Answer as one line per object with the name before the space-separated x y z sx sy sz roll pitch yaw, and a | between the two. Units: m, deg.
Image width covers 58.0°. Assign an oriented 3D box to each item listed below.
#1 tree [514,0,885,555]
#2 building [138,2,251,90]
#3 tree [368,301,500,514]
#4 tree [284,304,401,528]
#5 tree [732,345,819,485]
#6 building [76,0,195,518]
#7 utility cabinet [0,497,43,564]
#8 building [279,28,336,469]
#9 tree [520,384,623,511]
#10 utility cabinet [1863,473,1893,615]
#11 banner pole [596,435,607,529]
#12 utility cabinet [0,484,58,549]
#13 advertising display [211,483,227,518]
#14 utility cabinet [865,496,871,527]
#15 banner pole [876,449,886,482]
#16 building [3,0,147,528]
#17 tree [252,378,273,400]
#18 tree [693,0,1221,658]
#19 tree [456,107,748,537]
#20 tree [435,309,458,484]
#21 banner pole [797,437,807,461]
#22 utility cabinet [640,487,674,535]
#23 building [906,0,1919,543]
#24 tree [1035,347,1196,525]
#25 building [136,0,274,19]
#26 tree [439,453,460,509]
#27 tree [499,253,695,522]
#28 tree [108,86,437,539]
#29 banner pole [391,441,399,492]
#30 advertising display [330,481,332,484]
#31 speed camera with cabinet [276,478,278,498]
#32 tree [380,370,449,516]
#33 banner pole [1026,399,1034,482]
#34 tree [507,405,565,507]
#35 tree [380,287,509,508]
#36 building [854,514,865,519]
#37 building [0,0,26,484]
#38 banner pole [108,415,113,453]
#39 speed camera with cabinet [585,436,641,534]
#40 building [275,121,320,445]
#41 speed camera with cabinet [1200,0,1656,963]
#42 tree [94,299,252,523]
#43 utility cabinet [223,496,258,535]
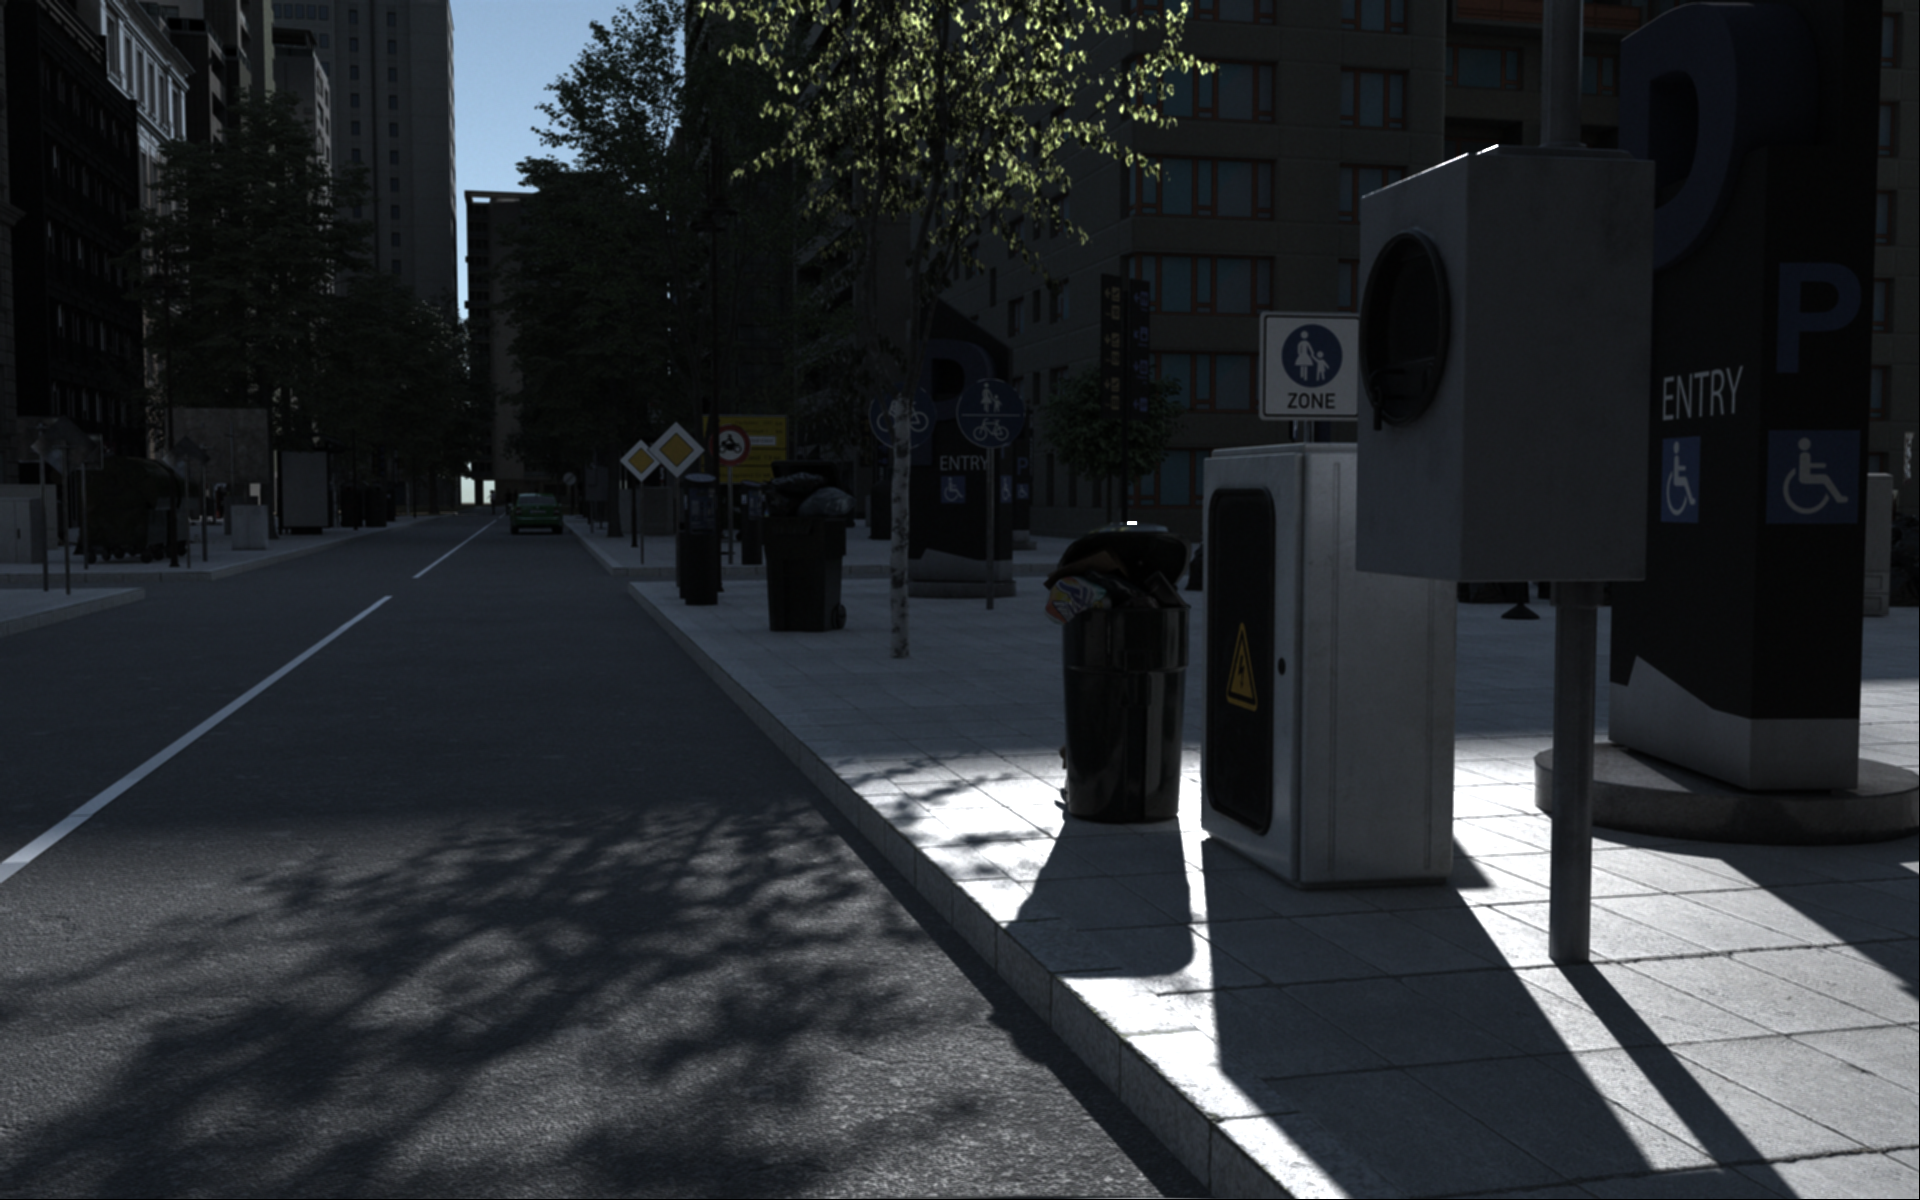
tree | -5.347 -6.764 36.352 9.928 11.665 9.643 0 3 0
building | -51.214 -20.383 104.966 14.160 30.474 14.107 -1 4 -14
tree | -34.708 -12.677 113.928 9.857 13.997 8.962 0 3 0
tree | -23.449 -7.014 65.036 4.737 8.622 4.395 0 3 0
tree | -9.024 -8.225 84.845 4.737 8.622 4.395 0 3 0
building | -46.060 -18.258 84.424 13.634 28.700 20.117 -1 4 -14
utility cabinet | -17.497 -1.284 32.149 1.020 1.237 0.306 1 4 22
building | -63.442 -28.773 154.040 14.086 41.232 14.154 -1 4 -14
tree | -28.916 -13.789 132.110 9.857 13.997 8.962 0 3 0
utility cabinet | 9.147 -0.587 18.283 1.173 1.500 0.318 1 4 15
banner pole | -13.152 -4.455 62.856 0.401 3.779 0.863 1 4 13
utility cabinet | -21.300 -1.888 39.551 1.173 1.500 0.318 -3 5 -41
advertising display | -40.352 -5.454 94.381 0.123 1.923 0.974 2 4 27
utility cabinet | -3.165 -3.430 67.244 1.020 1.237 0.306 2 4 23
banner pole | -4.020 -5.835 85.421 0.863 3.779 0.401 1 4 12
building | -40.290 -14.544 67.464 12.332 23.373 15.834 -1 4 -14
tree | -32.963 -7.727 76.698 4.360 8.622 3.978 0 3 0
tree | -0.310 -3.864 13.531 4.360 8.622 3.978 0 3 0
tree | -10.173 -8.127 50.996 7.486 12.596 7.792 0 3 0
tree | -28.673 -10.339 87.170 7.486 12.596 7.792 0 3 0
banner pole | -6.927 -5.271 76.204 0.401 3.779 0.863 -3 5 -44
utility cabinet | -9.337 -2.731 53.335 1.173 1.500 0.318 3 4 36
building | 15.127 -13.206 60.952 28.899 21.520 27.650 -1 4 -14
tree | 3.287 -3.254 36.918 4.285 4.588 4.351 0 3 0
building | -54.988 -26.588 118.307 14.154 41.232 14.086 -1 4 -14
tree | -43.042 -11.856 144.210 4.737 8.622 4.395 0 3 0
tree | -16.339 -9.962 79.886 9.611 12.733 9.660 0 3 0
tree | -19.484 -7.968 48.407 7.486 12.596 7.792 0 3 0
banner pole | -26.720 -5.620 81.905 0.401 3.779 0.863 0 4 5
advertising display | -29.660 -4.685 81.820 0.123 1.923 0.974 -2 4 -28
speed camera with cabinet | -35.462 -6.009 92.585 2.038 3.252 0.660 -3 5 -44
tree | -32.595 -9.321 102.766 4.360 8.622 3.978 0 3 0
banner pole | 1.824 -3.381 45.291 0.401 3.779 0.863 -1 4 -10
tree | -40.963 -16.250 176.057 12.009 13.543 11.850 0 3 0
tree | -48.219 -18.645 160.733 12.611 20.169 13.585 0 3 0
building | 2.574 -29.088 99.283 21.300 48.544 21.600 -1 4 -14
building | -35.752 -15.298 47.388 12.463 27.353 25.104 -1 4 -14
banner pole | -26.650 -3.941 54.450 0.401 3.779 0.863 -2 4 -30
speed camera with cabinet | -11.364 -3.825 56.876 2.038 3.252 0.660 2 4 32
building | -57.593 -22.088 132.844 14.160 30.474 14.107 -1 4 -14
speed camera with cabinet | 1.352 -0.681 5.470 0.660 3.252 2.038 -1 4 -11
tree | -28.082 -6.805 61.627 4.360 8.622 3.978 0 3 0
utility cabinet | -22.838 -2.683 55.032 0.306 1.237 1.020 3 4 39
